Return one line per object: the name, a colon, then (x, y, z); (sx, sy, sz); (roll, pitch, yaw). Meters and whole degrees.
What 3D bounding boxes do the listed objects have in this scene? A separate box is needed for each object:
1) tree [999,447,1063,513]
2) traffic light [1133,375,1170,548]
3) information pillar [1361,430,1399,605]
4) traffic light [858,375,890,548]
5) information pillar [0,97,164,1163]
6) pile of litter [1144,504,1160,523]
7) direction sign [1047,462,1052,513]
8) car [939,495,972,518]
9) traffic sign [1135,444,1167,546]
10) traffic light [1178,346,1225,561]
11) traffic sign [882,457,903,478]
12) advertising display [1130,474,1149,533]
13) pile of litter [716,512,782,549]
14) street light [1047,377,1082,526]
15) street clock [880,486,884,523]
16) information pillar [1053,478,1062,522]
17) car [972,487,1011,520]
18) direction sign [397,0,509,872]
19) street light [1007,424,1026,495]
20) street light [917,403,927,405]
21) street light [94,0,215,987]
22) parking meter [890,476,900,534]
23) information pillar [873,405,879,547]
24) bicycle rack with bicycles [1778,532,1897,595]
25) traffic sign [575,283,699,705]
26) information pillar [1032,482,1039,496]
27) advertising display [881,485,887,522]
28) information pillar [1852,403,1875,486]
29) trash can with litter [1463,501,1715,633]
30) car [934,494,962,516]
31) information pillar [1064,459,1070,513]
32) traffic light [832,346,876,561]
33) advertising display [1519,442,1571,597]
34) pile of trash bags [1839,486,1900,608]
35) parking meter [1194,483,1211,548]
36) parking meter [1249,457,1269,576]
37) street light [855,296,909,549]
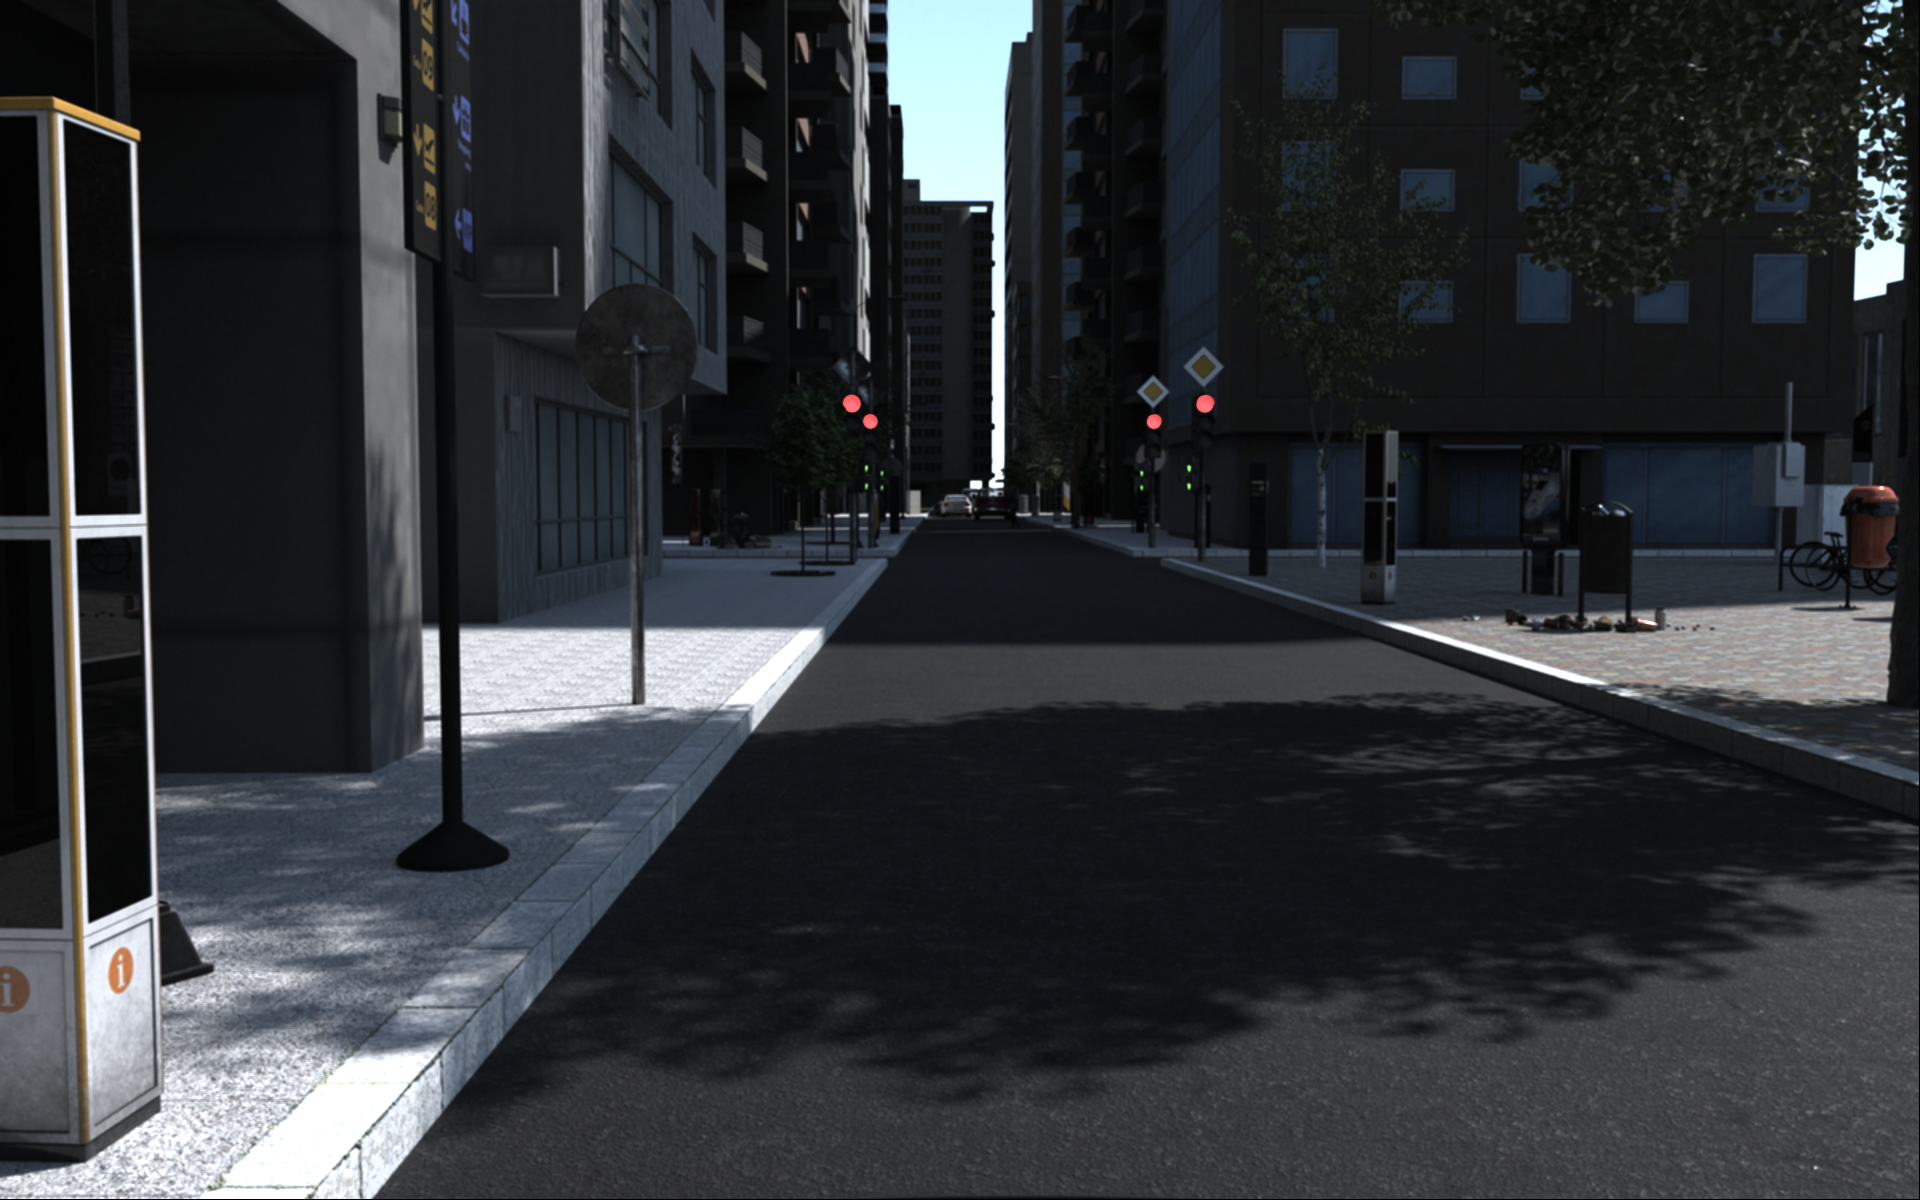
tree: (4.479, -8.573, 123.881); (4.285, 4.588, 4.351); (0, 3, 0)
traffic light: (4.532, -3.182, 40.950); (0.839, 4.253, 0.868); (0, 4, 0)
information pillar: (4.874, -0.956, 20.123); (0.304, 2.012, 0.304); (3, 5, 41)
traffic light: (-2.079, -3.178, 40.881); (0.839, 4.253, 0.868); (0, 4, 0)
information pillar: (-1.812, 0.066, 3.410); (0.304, 2.012, 0.304); (0, 4, 3)
pile of litter: (8.791, -3.924, 78.127); (1.719, 0.858, 1.176); (2, 4, 35)
direction sign: (6.010, -7.580, 115.935); (0.379, 3.537, 0.876); (0, 4, 2)
car: (-0.255, -5.790, 107.033); (2.083, 1.381, 4.827); (0, 4, -2)
traffic sign: (4.655, -2.583, 42.340); (0.768, 2.556, 0.104); (0, 4, 1)
traffic light: (4.596, -2.694, 32.966); (0.839, 4.253, 0.868); (0, 4, 0)
traffic sign: (-2.347, -3.639, 59.601); (0.768, 2.556, 0.104); (0, 4, 0)
advertising display: (5.965, -3.187, 57.315); (0.123, 1.923, 0.974); (3, 5, 40)
pile of litter: (-4.972, -1.641, 40.802); (1.719, 0.858, 1.176); (-2, 4, -24)
street light: (4.156, -5.874, 68.585); (1.470, 5.913, 1.316); (0, 4, 0)
street clock: (-3.622, -4.500, 78.148); (0.471, 2.002, 0.358); (0, 4, 1)
information pillar: (4.552, -4.663, 80.728); (0.304, 2.012, 0.304); (-1, 4, -20)
car: (1.800, -5.353, 96.199); (2.281, 1.827, 5.304); (0, 4, 0)
direction sign: (-1.773, -0.854, 5.955); (0.379, 3.537, 0.876); (0, 4, -3)
street light: (3.815, -8.702, 114.823); (1.470, 5.913, 1.316); (0, 4, 0)
street light: (-2.376, -7.063, 88.025); (1.470, 5.913, 1.316); (0, 4, 0)
street light: (-1.643, -1.950, 4.423); (1.470, 5.913, 1.316); (0, 4, 0)
parking meter: (-2.110, -3.070, 55.902); (0.255, 1.863, 0.399); (-1, 4, -14)
information pillar: (-2.079, -3.094, 41.946); (0.183, 3.616, 0.504); (1, 4, 11)
bicycle rack with bicycles: (12.131, -0.575, 22.789); (2.852, 0.926, 2.925); (-2, 4, -25)
traffic sign: (-1.964, -0.636, 10.501); (0.768, 2.556, 0.104); (0, 4, 7)
information pillar: (4.577, -6.147, 104.988); (0.304, 2.012, 0.304); (2, 4, 28)
advertising display: (-3.506, -4.553, 79.649); (0.123, 1.923, 0.974); (-1, 4, -11)
information pillar: (23.388, -3.274, 44.887); (0.183, 3.616, 0.504); (-3, 4, -36)
trash can with litter: (5.978, -0.352, 16.816); (1.678, 1.210, 2.233); (-3, 4, -37)
car: (-0.696, -6.344, 113.505); (2.009, 1.686, 4.222); (0, 4, 0)
information pillar: (7.066, -7.545, 114.707); (0.183, 3.616, 0.504); (-3, 5, -41)
traffic light: (-2.015, -2.690, 32.896); (0.839, 4.253, 0.868); (0, 4, 0)
advertising display: (7.431, -1.029, 22.045); (0.123, 1.923, 0.974); (-1, 4, -12)
pile of trash bags: (10.581, -0.519, 18.231); (1.912, 1.369, 3.447); (-1, 4, -13)
parking meter: (5.754, -1.999, 41.092); (0.372, 1.533, 0.369); (0, 3, 0)
parking meter: (4.697, -1.315, 27.213); (0.255, 1.863, 0.399); (1, 4, 17)
street light: (-1.901, -4.173, 40.774); (1.470, 5.913, 1.316); (0, 4, 0)
